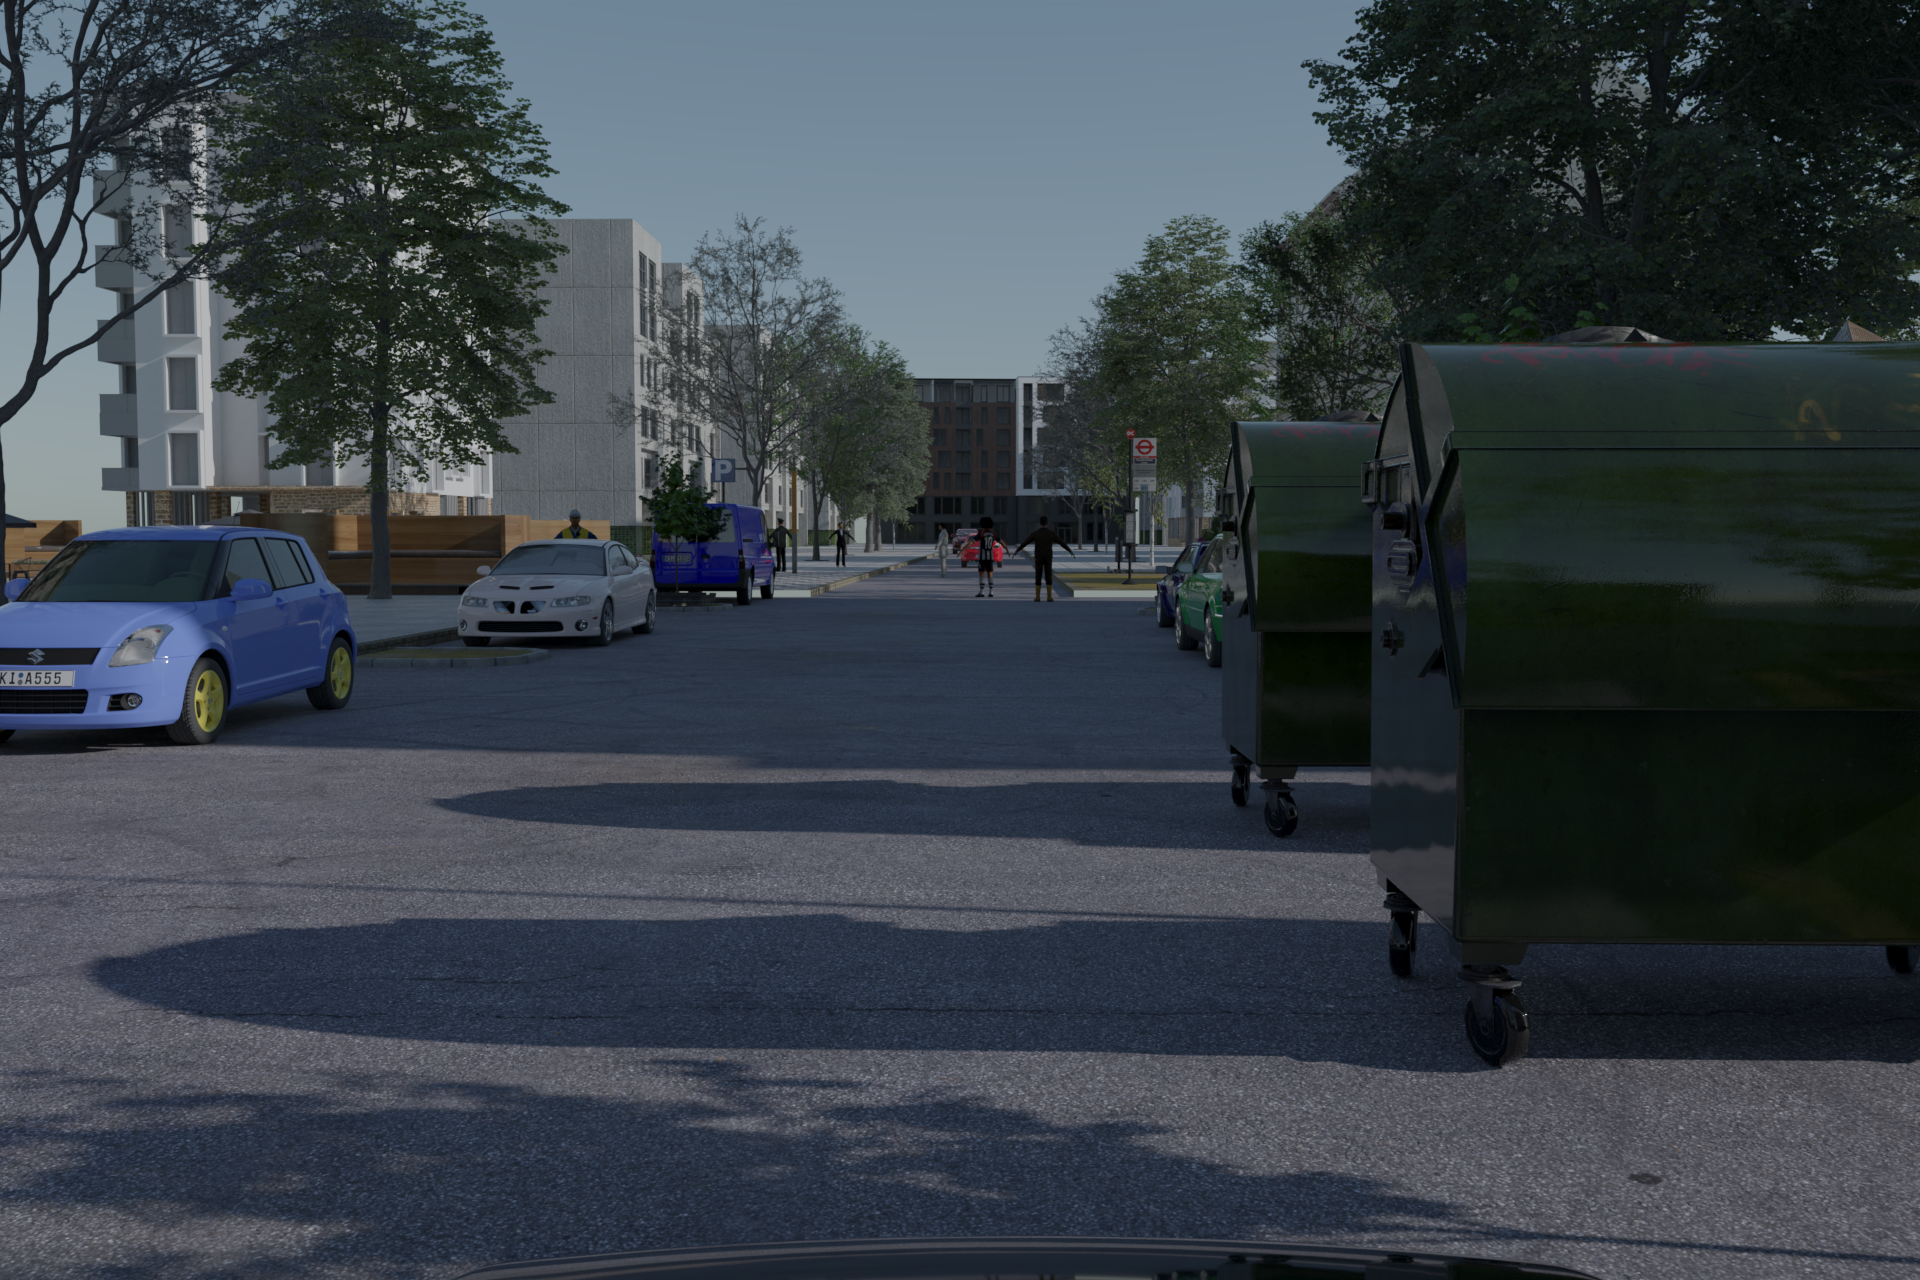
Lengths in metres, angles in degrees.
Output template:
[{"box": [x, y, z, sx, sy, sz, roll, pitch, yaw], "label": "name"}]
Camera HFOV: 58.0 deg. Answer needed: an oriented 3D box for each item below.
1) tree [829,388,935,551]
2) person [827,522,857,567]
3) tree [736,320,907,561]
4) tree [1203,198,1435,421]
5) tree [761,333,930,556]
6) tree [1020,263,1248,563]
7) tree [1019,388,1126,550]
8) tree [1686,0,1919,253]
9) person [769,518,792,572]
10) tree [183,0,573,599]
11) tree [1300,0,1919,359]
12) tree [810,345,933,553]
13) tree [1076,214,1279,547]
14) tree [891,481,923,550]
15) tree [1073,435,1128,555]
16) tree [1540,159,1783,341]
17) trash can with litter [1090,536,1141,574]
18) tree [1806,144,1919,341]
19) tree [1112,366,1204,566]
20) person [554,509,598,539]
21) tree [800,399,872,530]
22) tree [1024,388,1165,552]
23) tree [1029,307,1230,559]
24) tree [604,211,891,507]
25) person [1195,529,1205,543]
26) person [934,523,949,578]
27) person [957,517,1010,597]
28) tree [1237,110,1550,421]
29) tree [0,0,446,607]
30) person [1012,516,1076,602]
[{"box": [-6.249, -13.797, 132.229, 9.857, 13.997, 8.962, 0, 3, 0], "label": "tree"}, {"box": [-4.626, -3.722, 67.581, 1.216, 1.740, 0.721, -1, 4, -22], "label": "person"}, {"box": [-6.711, -9.579, 82.364, 9.928, 11.665, 9.643, 0, 3, 0], "label": "tree"}, {"box": [11.072, -7.731, 52.156, 9.928, 11.665, 9.643, 0, 3, 0], "label": "tree"}, {"box": [-7.050, -11.804, 103.365, 12.009, 13.543, 11.850, 0, 3, 0], "label": "tree"}, {"box": [7.854, -10.241, 77.812, 12.009, 13.543, 11.850, 0, 3, 0], "label": "tree"}, {"box": [9.619, -14.005, 139.356, 12.009, 13.543, 11.850, 0, 3, 0], "label": "tree"}, {"box": [9.552, -4.867, 13.984, 7.601, 10.594, 8.767, 0, 4, -7], "label": "tree"}, {"box": [-6.134, -3.251, 59.095, 1.347, 1.837, 0.705, -3, 5, -44], "label": "person"}, {"box": [-11.392, -7.103, 34.265, 7.486, 12.596, 7.792, 0, 3, 0], "label": "tree"}, {"box": [9.882, -7.277, 25.638, 9.857, 13.997, 8.962, 0, 3, 0], "label": "tree"}, {"box": [-6.265, -12.974, 118.779, 9.857, 13.997, 8.962, 0, 3, 0], "label": "tree"}, {"box": [7.918, -8.817, 62.287, 7.486, 12.596, 7.792, 0, 3, 0], "label": "tree"}, {"box": [-5.271, -11.638, 140.637, 4.737, 8.622, 4.395, 0, 3, 0], "label": "tree"}, {"box": [9.072, -9.634, 107.875, 4.737, 8.622, 4.395, 0, 3, 0], "label": "tree"}, {"box": [22.181, -9.163, 56.470, 9.857, 13.997, 8.962, 0, 3, 0], "label": "tree"}, {"box": [5.156, -2.814, 57.068, 1.678, 1.210, 2.233, 0, 4, 1], "label": "trash can with litter"}, {"box": [25.255, -7.727, 44.459, 7.486, 12.596, 7.792, 0, 3, 0], "label": "tree"}, {"box": [7.962, -7.284, 69.453, 4.737, 8.622, 4.395, 0, 3, 0], "label": "tree"}, {"box": [-6.211, -1.197, 27.989, 1.349, 1.833, 0.705, -1, 4, -12], "label": "person"}, {"box": [-6.472, -8.718, 92.904, 4.737, 8.622, 4.395, 0, 3, 0], "label": "tree"}, {"box": [9.738, -13.040, 123.567, 12.009, 13.543, 11.850, 0, 3, 0], "label": "tree"}, {"box": [8.650, -10.982, 89.925, 12.009, 13.543, 11.850, 0, 3, 0], "label": "tree"}, {"box": [-7.750, -9.488, 65.497, 12.009, 13.543, 11.850, 0, 3, 0], "label": "tree"}, {"box": [6.695, -2.326, 47.296, 0.991, 1.433, 0.599, 0, 4, -5], "label": "person"}, {"box": [-0.588, -2.954, 56.935, 0.705, 1.806, 1.347, 1, 4, 12], "label": "person"}, {"box": [0.573, -1.877, 39.283, 1.345, 1.843, 0.704, -2, 4, -26], "label": "person"}, {"box": [10.040, -6.365, 38.473, 7.601, 10.594, 8.767, 2, 4, 28], "label": "tree"}, {"box": [-11.244, -6.708, 20.042, 12.009, 13.543, 11.850, 0, 3, 0], "label": "tree"}, {"box": [1.771, -1.718, 36.680, 1.346, 1.812, 0.704, 0, 4, 4], "label": "person"}]
